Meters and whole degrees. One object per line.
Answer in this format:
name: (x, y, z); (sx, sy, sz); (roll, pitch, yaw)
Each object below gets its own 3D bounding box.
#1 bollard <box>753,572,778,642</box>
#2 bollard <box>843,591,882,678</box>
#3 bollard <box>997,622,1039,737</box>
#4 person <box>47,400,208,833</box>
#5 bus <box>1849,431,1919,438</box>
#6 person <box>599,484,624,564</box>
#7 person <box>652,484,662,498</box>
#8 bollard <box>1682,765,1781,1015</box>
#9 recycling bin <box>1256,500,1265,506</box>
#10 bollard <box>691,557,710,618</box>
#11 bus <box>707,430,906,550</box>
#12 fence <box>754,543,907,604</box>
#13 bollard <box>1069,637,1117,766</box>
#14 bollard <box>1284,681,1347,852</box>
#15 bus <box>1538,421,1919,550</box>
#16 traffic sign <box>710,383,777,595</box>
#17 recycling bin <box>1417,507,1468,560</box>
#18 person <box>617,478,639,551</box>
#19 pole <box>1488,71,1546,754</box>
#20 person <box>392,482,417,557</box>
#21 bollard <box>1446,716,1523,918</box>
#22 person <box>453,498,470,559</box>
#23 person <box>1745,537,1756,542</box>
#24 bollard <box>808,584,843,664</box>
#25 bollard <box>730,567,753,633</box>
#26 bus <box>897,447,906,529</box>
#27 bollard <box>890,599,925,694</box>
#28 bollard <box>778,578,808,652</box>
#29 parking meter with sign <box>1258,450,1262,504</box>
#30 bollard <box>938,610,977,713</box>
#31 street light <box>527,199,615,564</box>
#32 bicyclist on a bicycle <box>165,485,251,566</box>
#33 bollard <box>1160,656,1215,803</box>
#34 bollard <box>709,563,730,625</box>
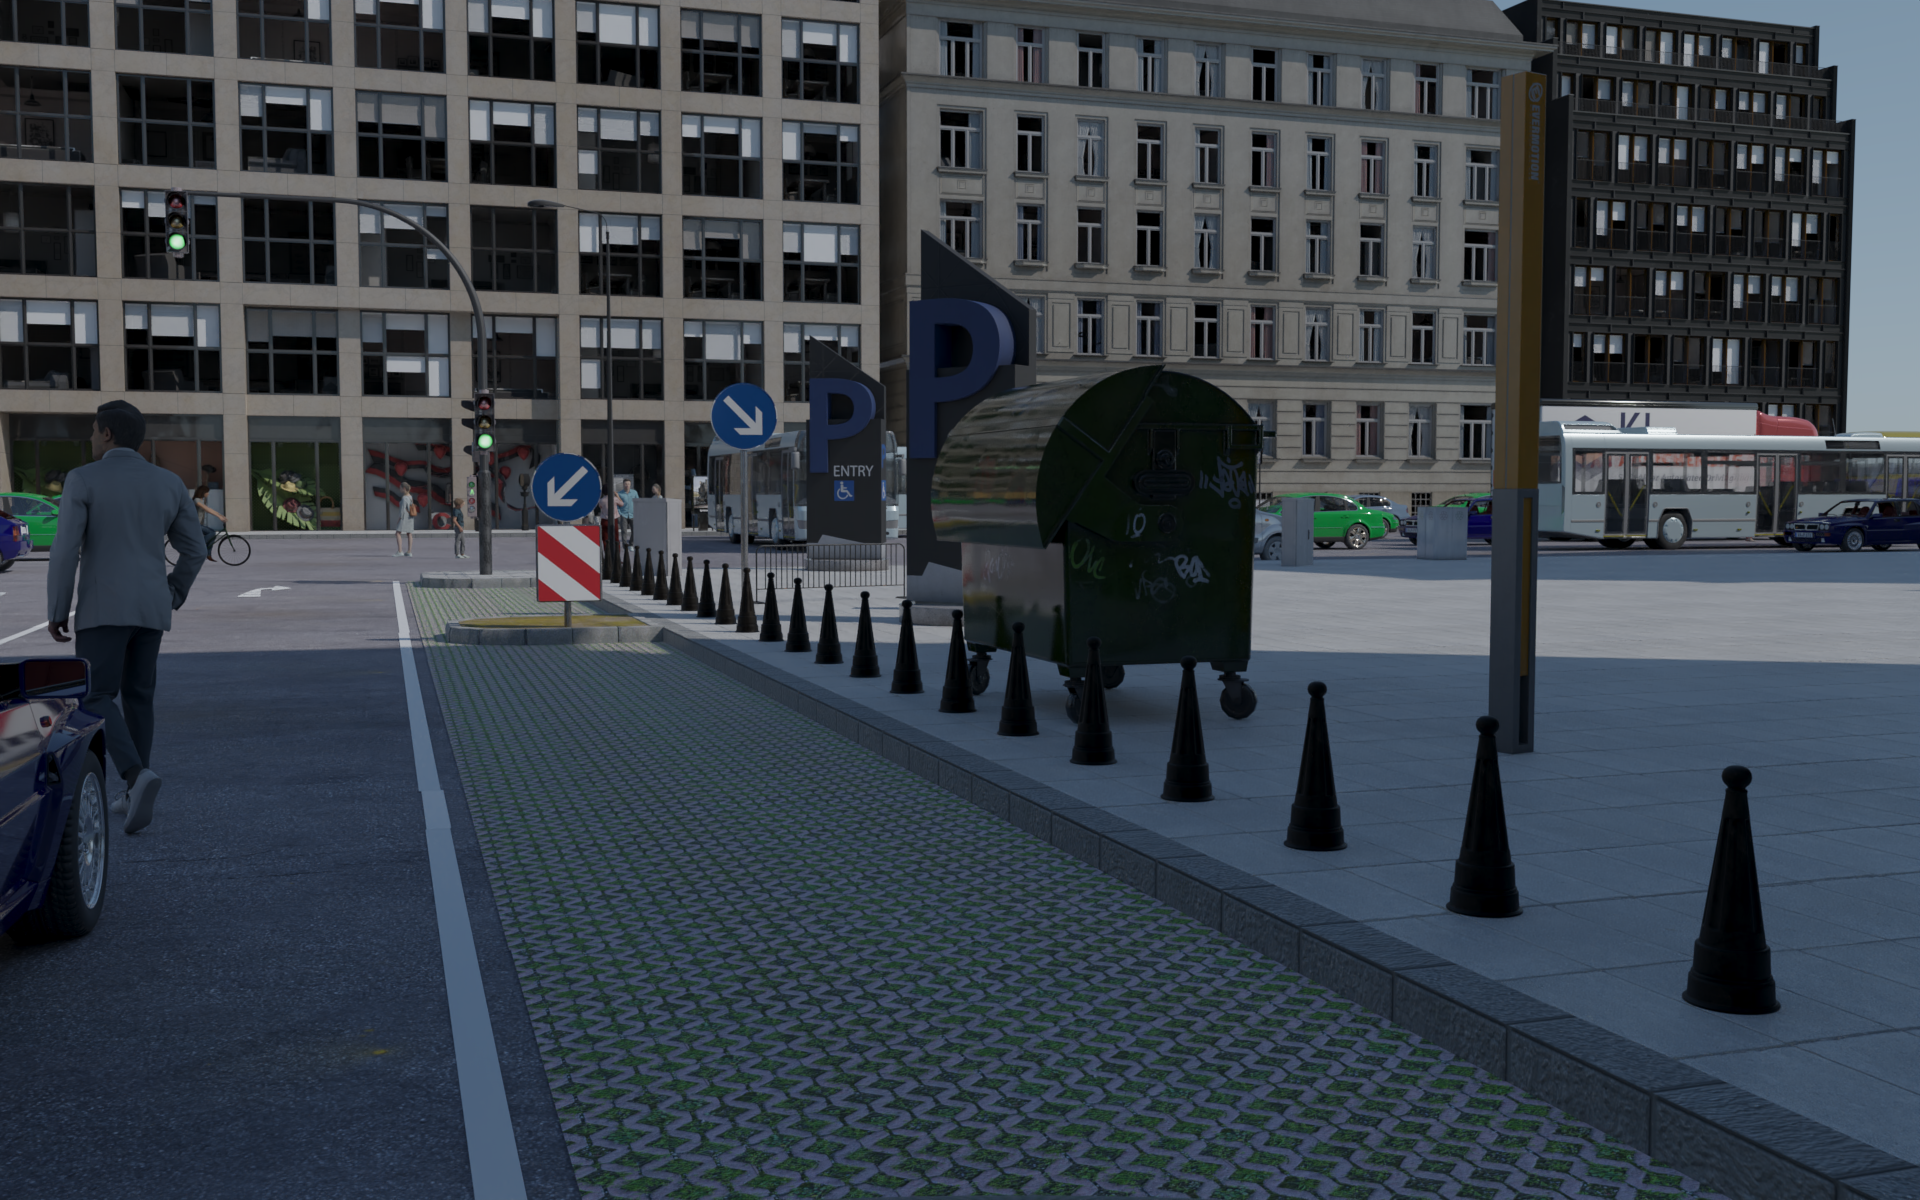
bollard: (-1.647, 0.057, 15.105); (0.229, 0.601, 0.229); (0, 3, 0)
bollard: (-0.666, 0.237, 12.167); (0.229, 0.601, 0.229); (0, 3, 0)
bollard: (0.311, 0.416, 9.246); (0.229, 0.601, 0.229); (0, 3, 0)
person: (-3.586, 0.050, 7.525); (0.795, 1.843, 0.661); (3, 5, 40)
bus: (38.765, -4.723, 68.770); (12.252, 3.916, 2.896); (-1, 4, -17)
person: (-7.152, -1.556, 35.404); (0.517, 1.644, 0.566); (2, 4, 35)
person: (-8.158, -2.266, 46.561); (0.522, 1.701, 0.512); (-3, 5, -42)
bollard: (1.947, 0.715, 4.356); (0.229, 0.601, 0.229); (0, 3, 0)
recycling bin: (12.207, -3.576, 71.016); (0.722, 1.027, 0.722); (-1, 4, -22)
bollard: (-2.638, -0.123, 18.053); (0.229, 0.601, 0.229); (0, 3, 0)
bus: (-4.450, -3.202, 47.216); (2.948, 3.499, 13.247); (-1, 4, -18)
fence: (-1.533, -0.330, 20.767); (2.069, 0.683, 0.278); (-2, 4, -30)
bollard: (0.638, 0.475, 8.272); (0.229, 0.601, 0.229); (0, 3, 0)
bollard: (1.297, 0.596, 6.305); (0.229, 0.601, 0.229); (0, 3, 0)
bus: (20.856, -3.157, 46.480); (13.247, 3.499, 2.948); (-1, 4, -19)
traffic sign: (-2.485, -1.213, 19.933); (0.768, 2.556, 0.104); (-1, 4, -14)
recycling bin: (9.451, -1.309, 33.956); (0.722, 1.027, 0.722); (-1, 4, -15)
person: (-8.267, -2.118, 43.156); (0.660, 1.820, 0.620); (-2, 4, -28)
pole: (2.745, -0.898, 8.533); (0.158, 3.312, 0.155); (0, 3, 0)
person: (-12.713, -1.848, 39.724); (0.522, 1.701, 0.512); (0, 4, 1)
bollard: (1.618, 0.655, 5.329); (0.229, 0.601, 0.229); (0, 3, 0)
person: (-11.109, -1.599, 38.556); (0.340, 1.345, 0.435); (-1, 4, -14)
person: (23.884, -2.570, 52.228); (0.444, 1.614, 0.593); (3, 5, 40)
bollard: (-0.995, 0.177, 13.140); (0.229, 0.601, 0.229); (0, 3, 0)
bollard: (-1.978, -0.003, 16.087); (0.229, 0.601, 0.229); (0, 3, 0)
bus: (-1.478, -3.842, 57.684); (13.247, 3.499, 2.948); (-1, 4, -20)
bollard: (-0.342, 0.297, 11.193); (0.229, 0.601, 0.229); (0, 3, 0)
bollard: (-1.320, 0.118, 14.119); (0.229, 0.601, 0.229); (0, 3, 0)
parking meter with sign: (11.055, -4.427, 68.640); (1.738, 3.016, 0.543); (0, 4, -1)
bollard: (-0.015, 0.356, 10.219); (0.229, 0.601, 0.229); (0, 3, 0)
street light: (-6.140, -3.369, 27.630); (1.470, 5.913, 1.316); (-1, 4, -18)
bicyclist on a bicycle: (-14.897, -1.482, 34.252); (1.625, 1.676, 1.499); (-1, 4, -19)
bollard: (0.961, 0.535, 7.294); (0.229, 0.601, 0.229); (0, 3, 0)
bollard: (-2.310, -0.063, 17.071); (0.229, 0.601, 0.229); (0, 3, 0)
